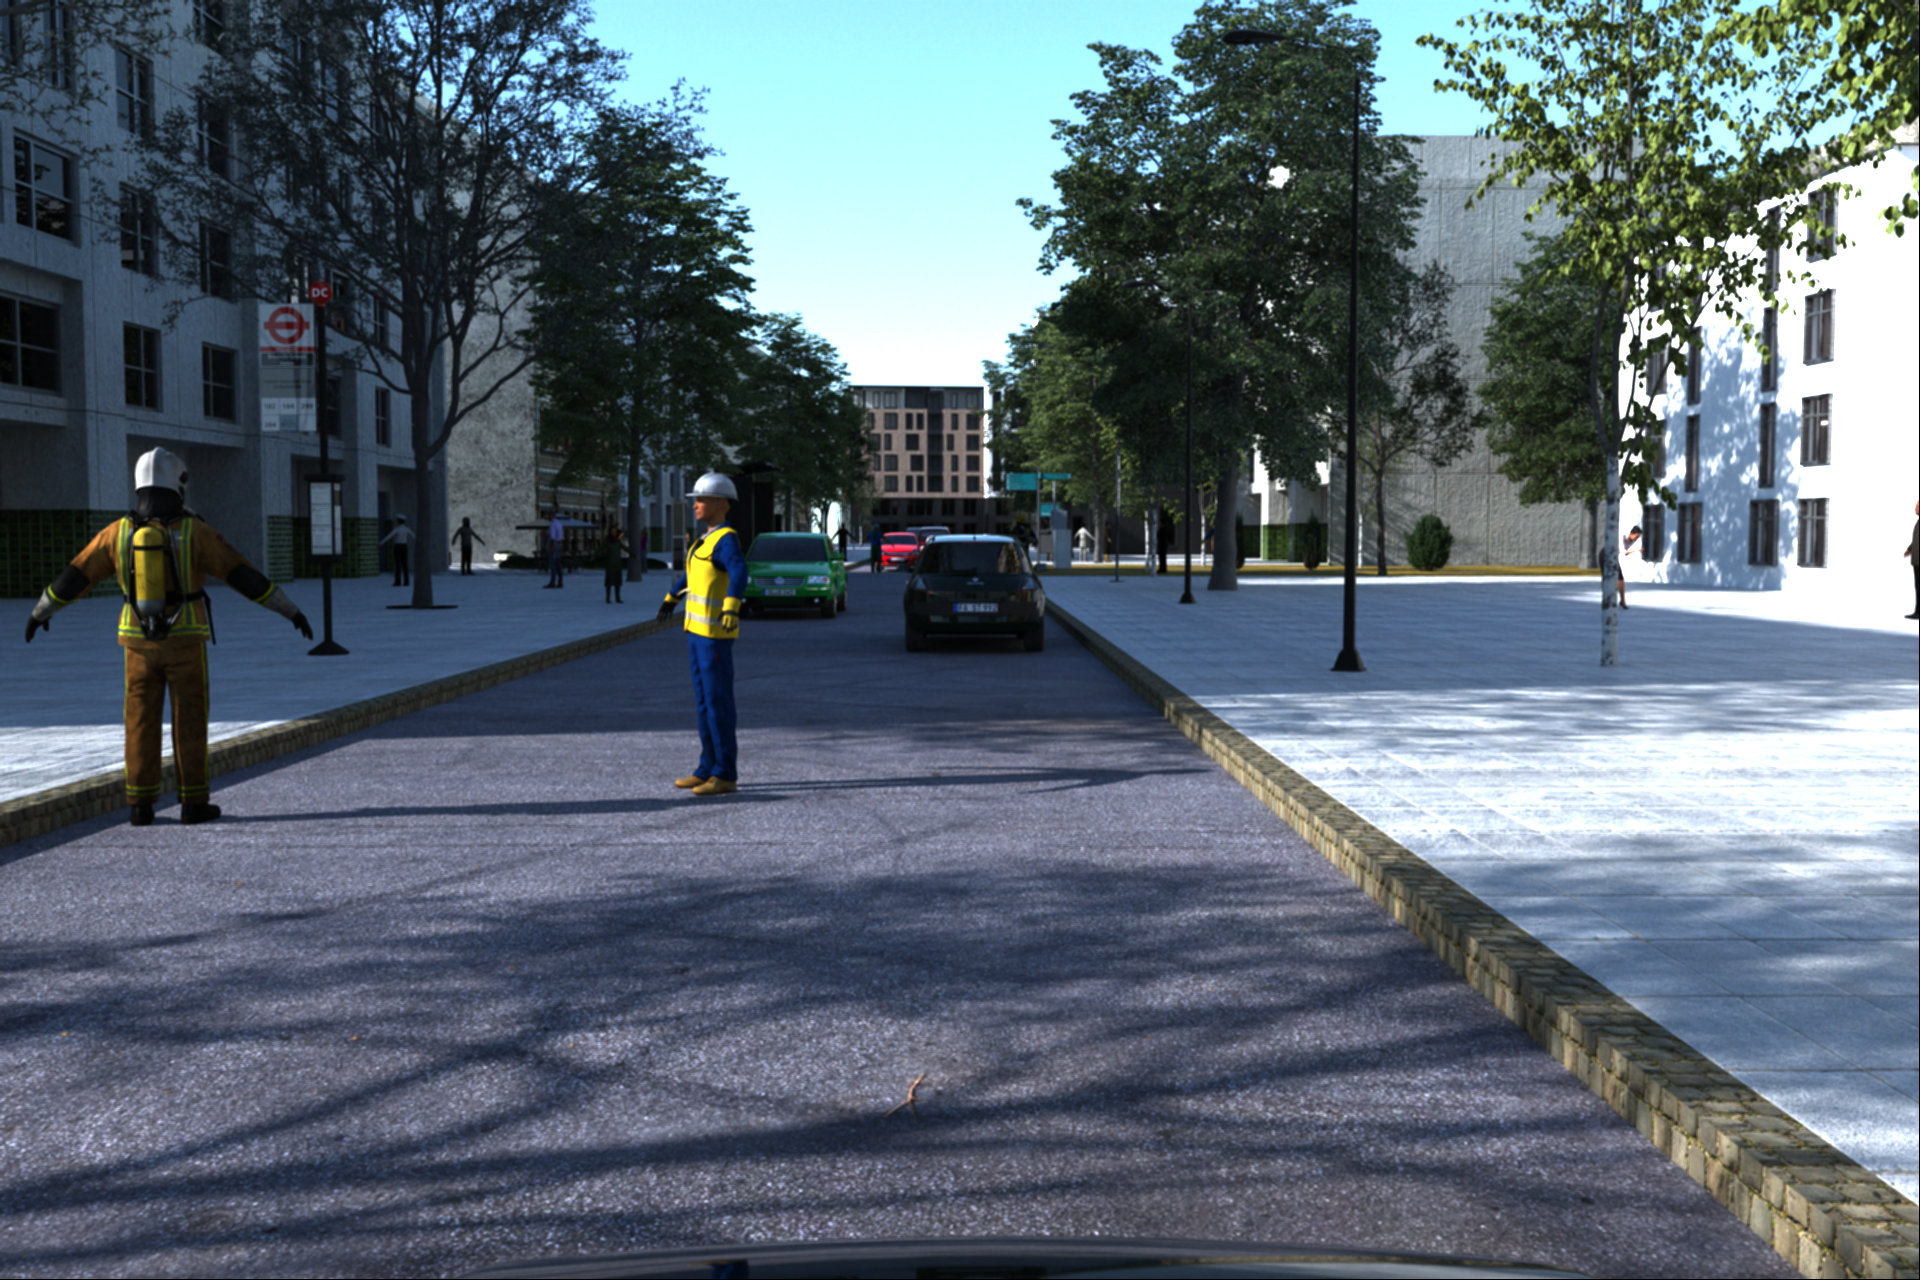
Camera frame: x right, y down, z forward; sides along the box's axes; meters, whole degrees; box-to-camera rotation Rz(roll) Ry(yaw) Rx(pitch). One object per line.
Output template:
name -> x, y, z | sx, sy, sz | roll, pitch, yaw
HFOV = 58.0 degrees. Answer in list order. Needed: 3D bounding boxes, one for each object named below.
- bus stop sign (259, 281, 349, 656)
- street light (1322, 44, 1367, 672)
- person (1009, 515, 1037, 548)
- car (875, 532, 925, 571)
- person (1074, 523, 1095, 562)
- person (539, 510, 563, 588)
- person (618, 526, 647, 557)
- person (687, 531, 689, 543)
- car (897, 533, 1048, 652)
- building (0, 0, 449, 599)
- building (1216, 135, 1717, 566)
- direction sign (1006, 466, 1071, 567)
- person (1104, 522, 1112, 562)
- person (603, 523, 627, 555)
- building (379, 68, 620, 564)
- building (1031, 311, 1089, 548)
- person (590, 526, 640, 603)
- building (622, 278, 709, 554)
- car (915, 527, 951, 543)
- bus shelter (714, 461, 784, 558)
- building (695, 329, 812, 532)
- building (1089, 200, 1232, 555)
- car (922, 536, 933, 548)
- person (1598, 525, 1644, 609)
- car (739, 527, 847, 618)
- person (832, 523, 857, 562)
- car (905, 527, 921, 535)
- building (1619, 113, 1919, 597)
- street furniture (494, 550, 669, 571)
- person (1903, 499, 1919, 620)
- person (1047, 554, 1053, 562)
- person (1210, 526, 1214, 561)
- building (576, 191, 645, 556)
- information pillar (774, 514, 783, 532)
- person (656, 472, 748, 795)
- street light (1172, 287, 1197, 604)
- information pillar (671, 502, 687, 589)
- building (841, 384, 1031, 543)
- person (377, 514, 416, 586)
bus stop sign -> -6.956, -1.814, 18.356 | 0.855, 3.939, 0.416 | 0, 4, -1
street light -> 4.200, -2.665, 16.106 | 1.470, 5.913, 1.316 | 0, 4, 0
person -> 1.842, -2.837, 52.154 | 0.704, 1.858, 1.351 | -2, 4, -34
car -> -2.378, -3.604, 67.959 | 2.155, 1.783, 4.494 | 0, 4, 0
person -> 5.798, -4.570, 80.903 | 1.347, 1.806, 0.705 | 3, 5, 43
person -> -9.716, -2.143, 40.953 | 0.599, 1.838, 0.709 | 1, 4, 9
person -> -14.060, -4.158, 74.128 | 1.345, 1.843, 0.704 | -2, 4, -26
person -> -12.146, -4.256, 75.713 | 0.704, 1.817, 1.347 | -3, 5, -40
car -> 0.166, -0.779, 22.518 | 2.009, 1.686, 4.222 | 0, 4, 0
building -> -25.675, -10.780, 42.715 | 16.747, 18.905, 31.486 | 0, 4, 0
building -> 23.379, -13.399, 85.532 | 16.747, 18.905, 31.486 | 0, 3, 0
direction sign -> 3.084, -4.808, 67.379 | 2.525, 3.948, 1.411 | 0, 4, 0
person -> 6.760, -4.451, 78.904 | 0.704, 1.812, 1.346 | 0, 4, 4
person -> -16.703, -4.793, 84.301 | 1.347, 1.837, 0.705 | 0, 4, -7
building -> -27.511, -15.428, 83.169 | 19.493, 23.208, 18.063 | 0, 4, 0
building -> 21.014, -20.271, 175.402 | 27.936, 21.610, 32.646 | 0, 3, 0
person -> -6.417, -1.404, 32.167 | 0.989, 1.438, 0.599 | -3, 4, -37
building -> -29.145, -16.022, 128.420 | 16.747, 18.905, 31.486 | 0, 4, -1
car -> -1.285, -4.908, 88.923 | 2.281, 1.827, 5.304 | 0, 4, 0
bus shelter -> -7.148, -4.134, 58.878 | 1.731, 3.624, 6.357 | 0, 3, 0
building -> -25.121, -21.054, 175.166 | 19.493, 23.208, 18.063 | 0, 4, 0
building -> 22.859, -17.036, 122.519 | 27.936, 21.610, 32.646 | 0, 4, 0
car -> -0.687, -3.703, 72.912 | 2.083, 1.381, 4.827 | 0, 4, 0
person -> 11.313, -1.246, 29.600 | 0.799, 1.438, 0.628 | 2, 4, 30
car -> -2.994, -1.348, 30.840 | 1.959, 1.807, 4.718 | 0, 4, 0
person -> -5.415, -4.536, 80.382 | 1.346, 1.802, 0.704 | 2, 4, 25
car -> -2.356, -5.560, 99.572 | 2.281, 1.827, 5.304 | 0, 4, 0
building -> 23.087, -5.675, 34.931 | 9.099, 9.664, 28.070 | 0, 4, -1
street furniture -> -14.581, -3.023, 65.059 | 5.734, 0.657, 10.072 | -1, 4, -21
person -> 14.477, -1.219, 26.119 | 0.705, 1.807, 1.348 | 1, 4, 18
person -> 4.247, -4.568, 80.965 | 1.348, 1.796, 0.705 | 2, 4, 28
person -> 12.128, -4.650, 82.833 | 0.721, 1.733, 1.217 | 3, 5, 42
building -> -24.925, -14.715, 97.005 | 16.016, 20.090, 11.380 | 0, 4, -1
information pillar -> -6.529, -3.538, 62.343 | 0.304, 2.012, 0.304 | 0, 4, 2
person -> -1.451, -0.043, 9.629 | 0.721, 1.772, 1.216 | -2, 4, -27
street light -> 4.752, -3.626, 31.833 | 1.470, 5.913, 1.316 | 0, 4, 0
information pillar -> -6.376, -2.132, 39.357 | 0.304, 2.012, 0.304 | 0, 4, 1
building -> -0.125, -24.573, 248.192 | 32.646, 21.610, 27.936 | 0, 4, -7
person -> -13.869, -2.225, 42.837 | 0.721, 1.778, 1.216 | 3, 4, 38
